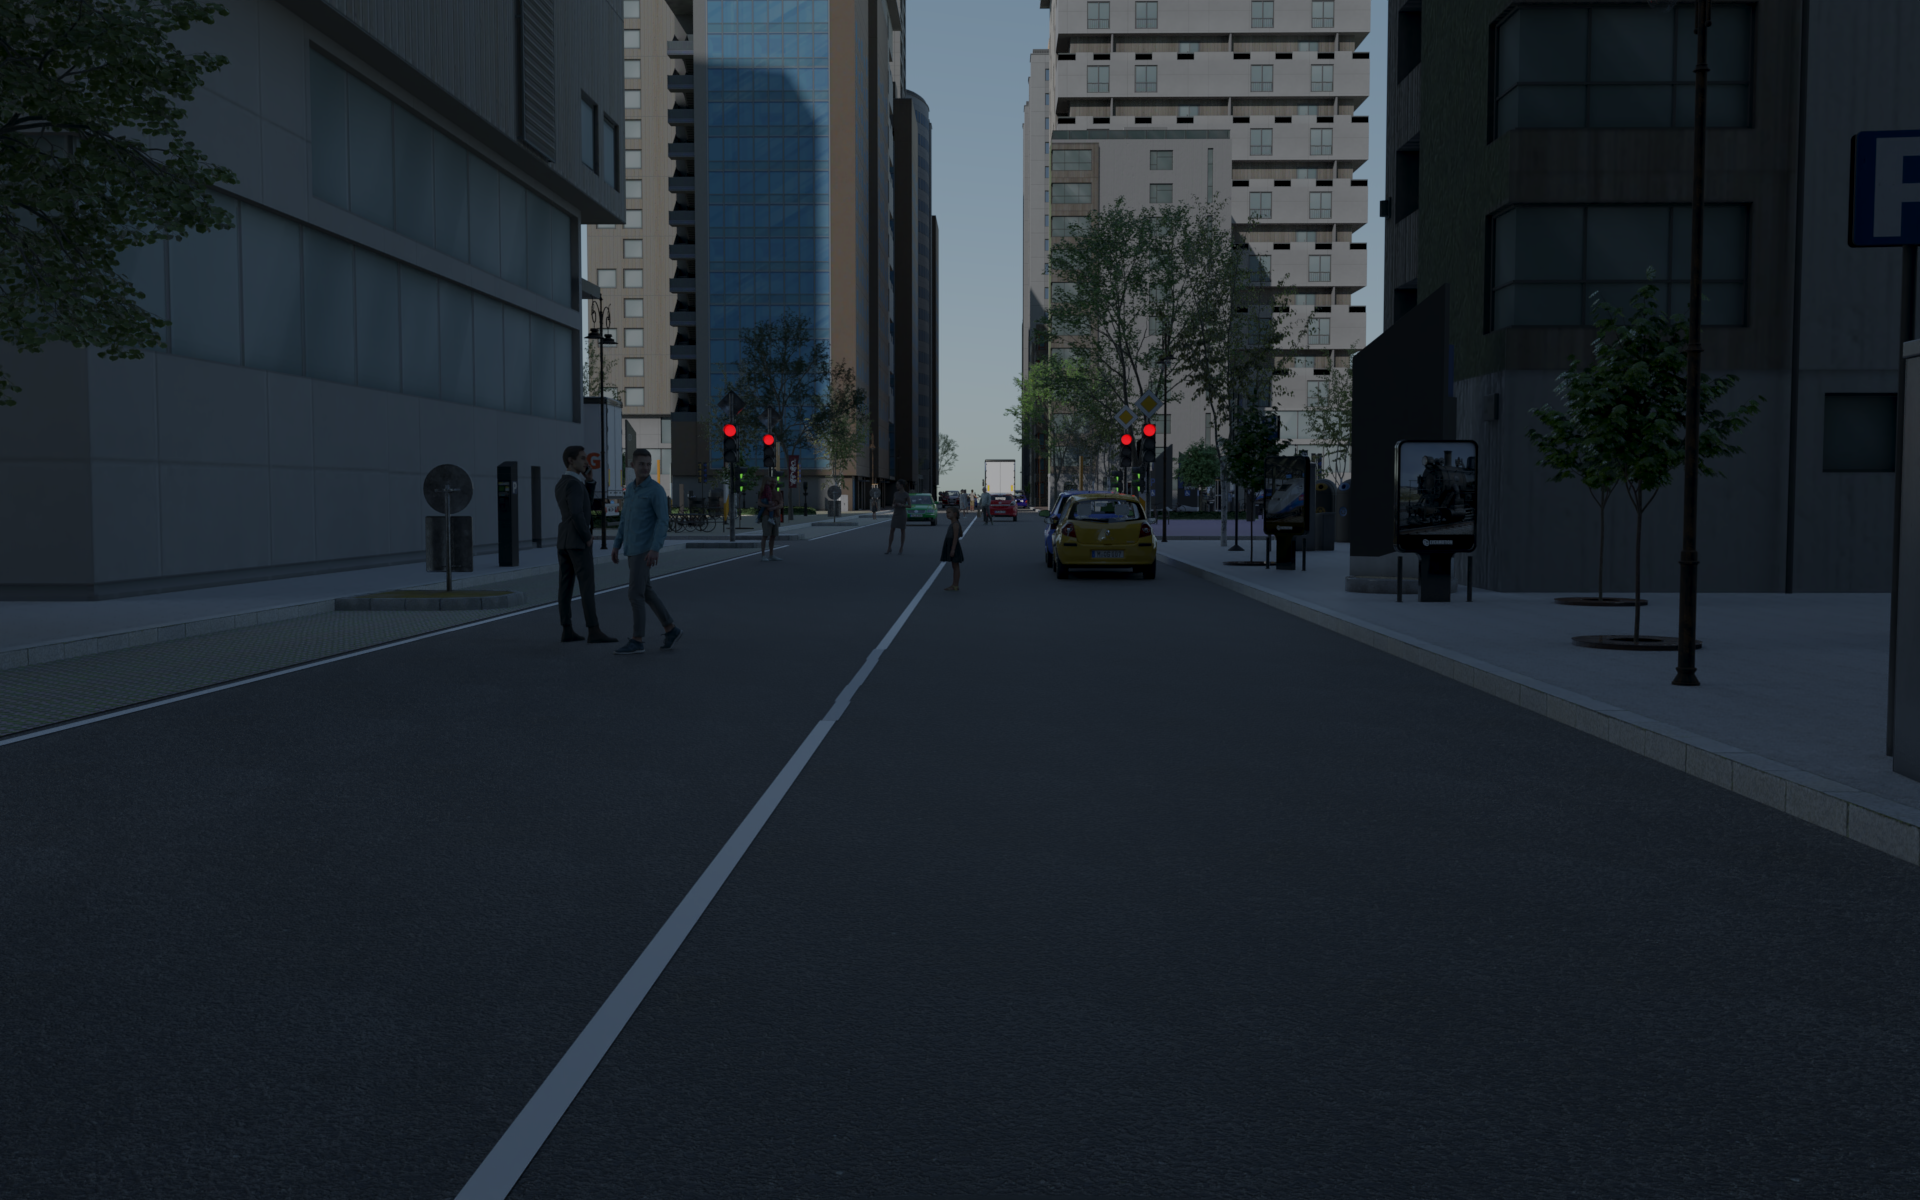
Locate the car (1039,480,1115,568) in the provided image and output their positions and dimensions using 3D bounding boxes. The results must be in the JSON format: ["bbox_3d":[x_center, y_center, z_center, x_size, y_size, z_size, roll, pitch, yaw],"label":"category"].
[{"bbox_3d":[2.566,-1.554,35.004,1.945,1.707,3.694,0,4,2],"label":"car"}]

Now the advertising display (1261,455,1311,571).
[{"bbox_3d":[5.519,-1.472,29.284,0.123,1.923,0.974,-2,4,-35],"label":"advertising display"}]

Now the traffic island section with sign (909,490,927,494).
[{"bbox_3d":[-4.158,-8.831,153.014,1.989,1.847,2.006,0,4,1],"label":"traffic island section with sign"}]

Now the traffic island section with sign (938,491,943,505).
[{"bbox_3d":[-2.569,-13.934,236.445,1.989,1.847,2.006,0,4,1],"label":"traffic island section with sign"}]

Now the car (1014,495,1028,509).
[{"bbox_3d":[5.618,-9.403,166.312,1.945,1.354,3.894,0,4,0],"label":"car"}]

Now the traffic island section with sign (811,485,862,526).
[{"bbox_3d":[-5.590,-4.219,77.612,1.989,1.847,2.006,0,4,1],"label":"traffic island section with sign"}]

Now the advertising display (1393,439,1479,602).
[{"bbox_3d":[5.636,-0.937,20.530,0.974,1.923,0.123,0,4,-4],"label":"advertising display"}]

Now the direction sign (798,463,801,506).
[{"bbox_3d":[-11.717,-8.209,126.213,0.379,3.537,0.876,-1,4,-19],"label":"direction sign"}]

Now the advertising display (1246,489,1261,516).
[{"bbox_3d":[15.116,-5.106,88.700,0.974,1.923,0.123,-1,4,-17],"label":"advertising display"}]

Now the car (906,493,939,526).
[{"bbox_3d":[-1.945,-4.318,79.388,1.959,1.807,4.718,0,3,0],"label":"car"}]

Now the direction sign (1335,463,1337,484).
[{"bbox_3d":[27.619,-8.275,127.294,0.379,3.537,0.876,1,4,16],"label":"direction sign"}]

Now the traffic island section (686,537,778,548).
[{"bbox_3d":[-6.166,-1.499,46.788,2.009,0.180,2.903,0,4,1],"label":"traffic island section"}]

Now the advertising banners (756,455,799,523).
[{"bbox_3d":[-8.149,-4.973,77.489,2.074,3.025,0.090,1,4,16],"label":"advertising banners"}]

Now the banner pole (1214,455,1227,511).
[{"bbox_3d":[14.989,-6.735,100.133,0.863,3.779,0.401,0,4,-1],"label":"banner pole"}]

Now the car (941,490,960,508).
[{"bbox_3d":[-0.813,-10.222,175.799,2.281,1.827,5.304,0,3,0],"label":"car"}]

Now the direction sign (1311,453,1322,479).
[{"bbox_3d":[19.746,-6.360,95.983,0.876,3.537,0.379,-3,4,-38],"label":"direction sign"}]

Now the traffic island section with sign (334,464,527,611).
[{"bbox_3d":[-6.642,-0.822,22.061,1.989,1.847,2.006,0,4,1],"label":"traffic island section with sign"}]

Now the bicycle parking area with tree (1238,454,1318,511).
[{"bbox_3d":[23.232,-8.449,125.135,8.231,4.147,9.016,1,4,16],"label":"bicycle parking area with tree"}]

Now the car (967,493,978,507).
[{"bbox_3d":[1.025,-10.801,186.191,1.945,1.707,3.694,0,4,1],"label":"car"}]

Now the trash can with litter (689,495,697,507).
[{"bbox_3d":[-17.838,-6.570,118.477,2.233,1.210,1.678,-1,4,-12],"label":"trash can with litter"}]

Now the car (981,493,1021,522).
[{"bbox_3d":[2.144,-5.054,91.681,2.155,1.783,4.494,0,4,2],"label":"car"}]

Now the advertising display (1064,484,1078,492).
[{"bbox_3d":[7.448,-6.809,116.545,0.974,1.923,0.123,-1,4,-14],"label":"advertising display"}]

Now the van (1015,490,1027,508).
[{"bbox_3d":[5.762,-10.203,173.824,2.013,2.044,4.112,0,4,1],"label":"van"}]

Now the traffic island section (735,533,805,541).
[{"bbox_3d":[-6.014,-1.987,54.772,2.009,0.180,2.903,0,4,1],"label":"traffic island section"}]

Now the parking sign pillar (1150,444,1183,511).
[{"bbox_3d":[10.799,-6.386,92.876,1.447,3.967,1.447,-3,4,-39],"label":"parking sign pillar"}]

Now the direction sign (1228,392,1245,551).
[{"bbox_3d":[6.249,-2.879,39.067,0.379,3.537,0.876,1,4,21],"label":"direction sign"}]

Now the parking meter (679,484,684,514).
[{"bbox_3d":[-16.244,-5.837,101.151,0.255,1.863,0.399,0,4,-7],"label":"parking meter"}]

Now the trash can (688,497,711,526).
[{"bbox_3d":[-10.436,-3.491,68.739,0.748,1.137,0.748,0,3,0],"label":"trash can"}]

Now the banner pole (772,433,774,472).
[{"bbox_3d":[-7.682,-4.945,70.874,0.401,3.779,0.863,-1,4,-15],"label":"banner pole"}]

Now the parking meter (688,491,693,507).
[{"bbox_3d":[-19.275,-7.065,123.919,0.372,1.533,0.369,0,3,0],"label":"parking meter"}]

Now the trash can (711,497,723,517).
[{"bbox_3d":[-13.557,-5.124,95.434,0.748,1.137,0.748,0,3,0],"label":"trash can"}]

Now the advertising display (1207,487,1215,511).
[{"bbox_3d":[16.894,-6.785,116.151,0.123,1.923,0.974,-2,4,-31],"label":"advertising display"}]

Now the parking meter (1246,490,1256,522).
[{"bbox_3d":[13.627,-4.607,81.028,0.399,1.863,0.255,2,4,32],"label":"parking meter"}]

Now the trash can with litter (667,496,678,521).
[{"bbox_3d":[-13.670,-4.246,80.481,1.678,1.210,2.233,0,4,-7],"label":"trash can with litter"}]

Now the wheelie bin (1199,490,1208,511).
[{"bbox_3d":[17.828,-7.285,127.013,0.980,1.594,0.693,-2,4,-32],"label":"wheelie bin"}]

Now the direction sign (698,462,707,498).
[{"bbox_3d":[-18.298,-8.016,123.059,0.379,3.537,0.876,3,4,36],"label":"direction sign"}]

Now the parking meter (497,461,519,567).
[{"bbox_3d":[-7.990,-1.523,30.614,0.255,1.863,0.399,0,4,7],"label":"parking meter"}]

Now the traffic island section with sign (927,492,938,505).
[{"bbox_3d":[-3.623,-10.530,180.786,1.989,1.847,2.006,0,4,1],"label":"traffic island section with sign"}]

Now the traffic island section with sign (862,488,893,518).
[{"bbox_3d":[-5.069,-5.871,104.623,1.989,1.847,2.006,0,4,1],"label":"traffic island section with sign"}]

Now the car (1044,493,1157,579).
[{"bbox_3d":[2.508,-1.249,30.643,2.015,1.641,3.980,0,4,2],"label":"car"}]

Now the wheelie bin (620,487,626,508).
[{"bbox_3d":[-14.203,-4.088,74.742,0.980,1.594,0.693,3,4,38],"label":"wheelie bin"}]

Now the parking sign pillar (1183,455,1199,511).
[{"bbox_3d":[14.343,-7.362,108.840,1.447,3.967,1.447,1,4,22],"label":"parking sign pillar"}]

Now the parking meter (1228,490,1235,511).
[{"bbox_3d":[15.914,-5.696,101.548,0.372,1.533,0.369,0,3,0],"label":"parking meter"}]

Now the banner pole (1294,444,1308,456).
[{"bbox_3d":[16.940,-5.892,86.345,0.863,3.779,0.401,0,4,-3],"label":"banner pole"}]
